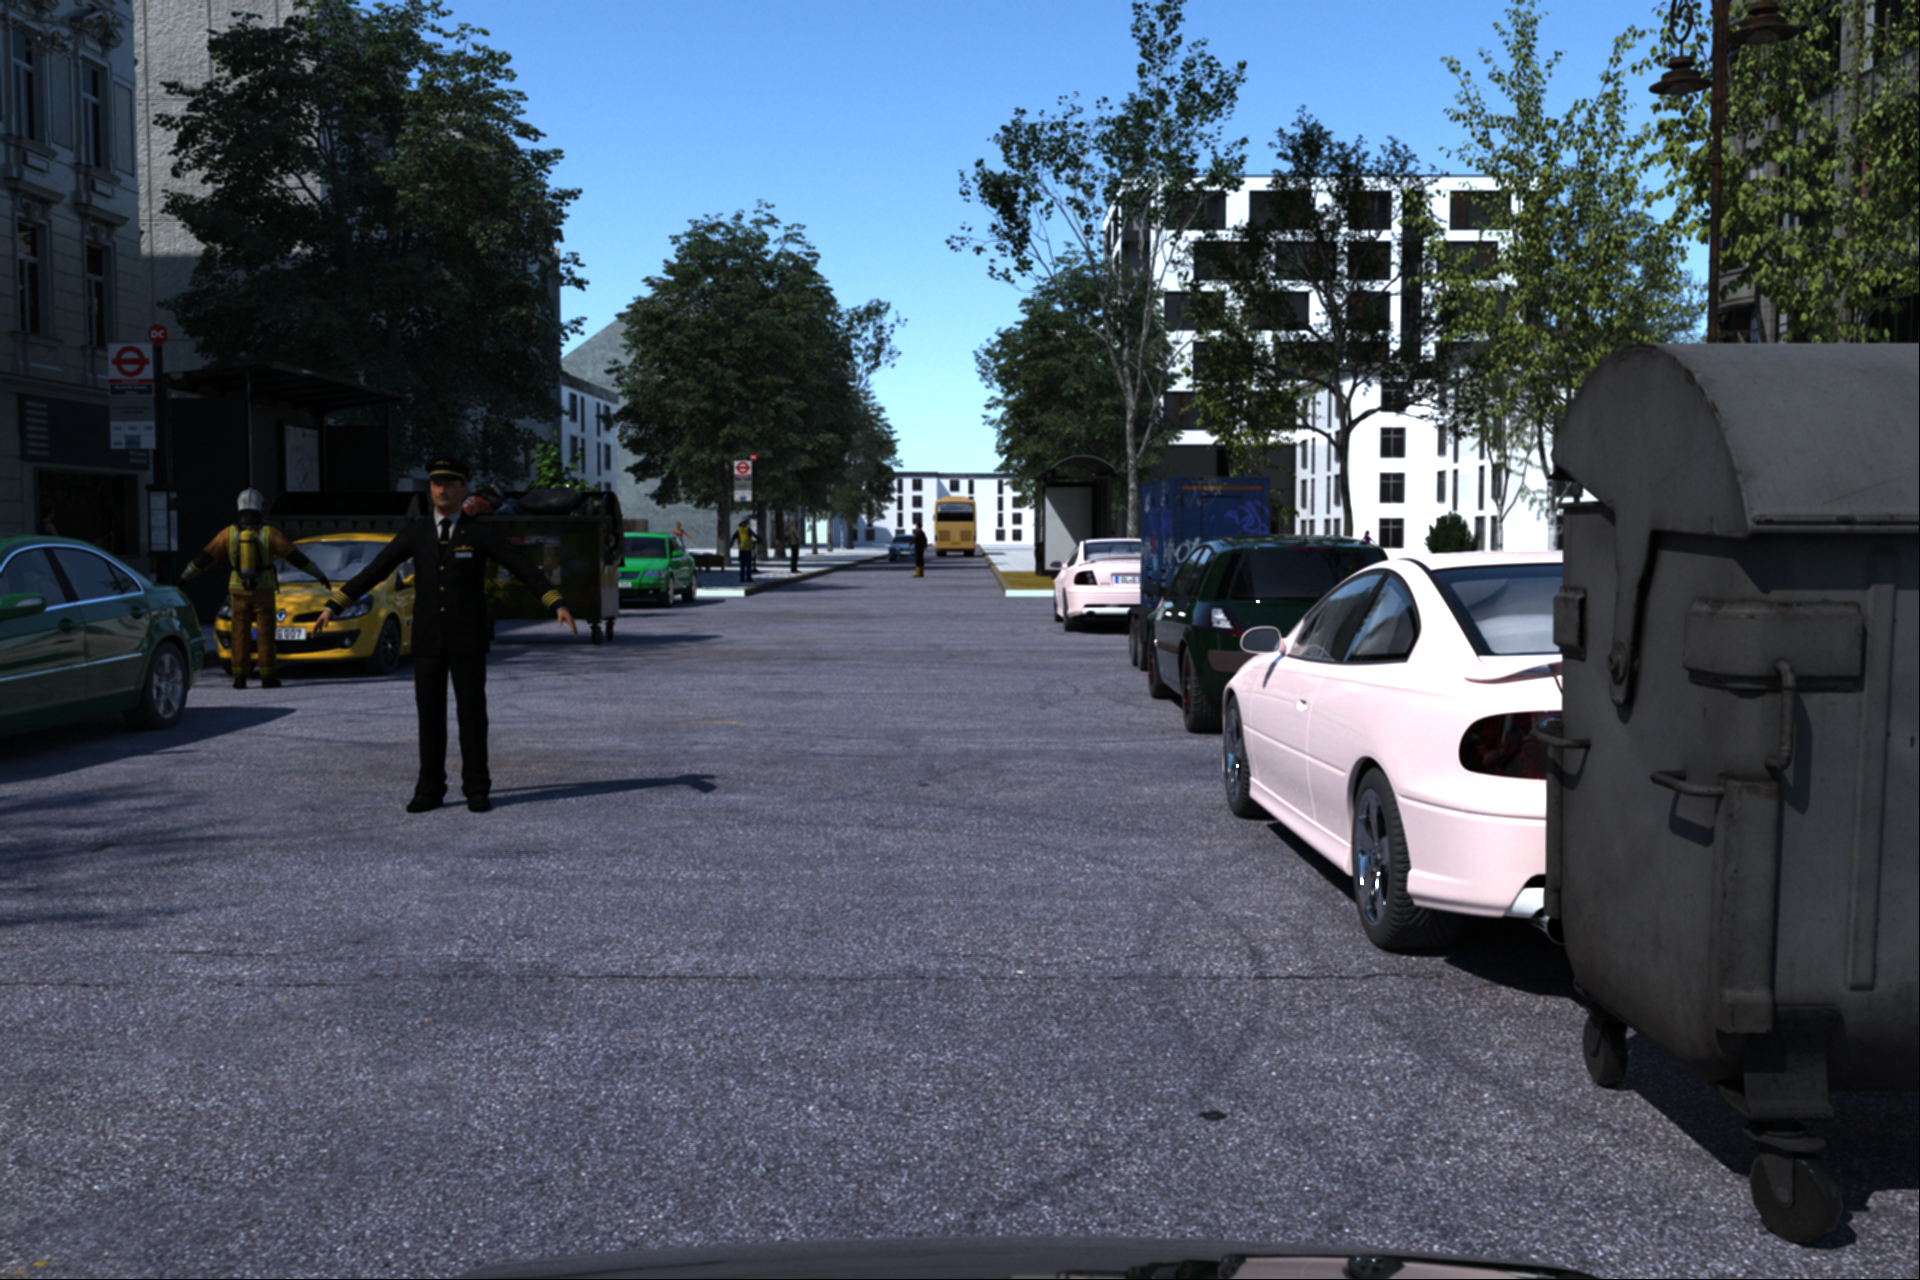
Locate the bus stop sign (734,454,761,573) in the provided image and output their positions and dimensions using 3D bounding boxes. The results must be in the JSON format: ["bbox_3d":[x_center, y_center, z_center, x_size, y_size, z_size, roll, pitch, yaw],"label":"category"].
[{"bbox_3d":[-7.048,-4.202,57.413,0.855,3.939,0.416,0,4,1],"label":"bus stop sign"}]

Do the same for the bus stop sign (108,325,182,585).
[{"bbox_3d":[-10.419,-2.046,22.149,0.855,3.939,0.416,0,4,0],"label":"bus stop sign"}]

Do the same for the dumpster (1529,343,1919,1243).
[{"bbox_3d":[2.388,0.260,3.969,1.865,1.857,1.264,0,4,0],"label":"dumpster"}]

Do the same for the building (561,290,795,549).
[{"bbox_3d":[-25.811,-20.252,162.051,19.493,23.208,18.063,0,4,1],"label":"building"}]

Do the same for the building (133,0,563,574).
[{"bbox_3d":[-28.596,-12.532,71.350,16.747,18.905,31.486,0,4,1],"label":"building"}]

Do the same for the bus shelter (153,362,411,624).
[{"bbox_3d":[-10.236,-2.167,26.719,1.731,3.624,6.357,0,4,-1],"label":"bus shelter"}]

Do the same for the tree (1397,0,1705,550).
[{"bbox_3d":[8.135,-4.482,23.644,4.737,8.622,4.395,0,3,0],"label":"tree"}]

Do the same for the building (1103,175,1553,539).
[{"bbox_3d":[23.232,-16.588,115.181,27.936,21.610,32.646,0,3,0],"label":"building"}]

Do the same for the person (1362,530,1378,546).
[{"bbox_3d":[16.795,-3.788,71.206,0.599,1.433,0.991,-2,4,-35],"label":"person"}]

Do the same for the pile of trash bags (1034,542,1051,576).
[{"bbox_3d":[3.269,-2.711,54.085,1.912,1.369,3.447,0,4,0],"label":"pile of trash bags"}]

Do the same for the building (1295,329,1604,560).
[{"bbox_3d":[23.575,-8.733,84.940,9.099,9.664,28.070,0,3,0],"label":"building"}]

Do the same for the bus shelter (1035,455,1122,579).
[{"bbox_3d":[3.134,-3.239,46.882,2.014,3.302,5.546,0,4,0],"label":"bus shelter"}]

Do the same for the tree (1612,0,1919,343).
[{"bbox_3d":[8.468,-4.095,17.320,4.737,8.622,4.395,0,3,0],"label":"tree"}]

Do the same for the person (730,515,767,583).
[{"bbox_3d":[-5.541,-2.373,45.266,1.216,1.772,0.721,2,4,33],"label":"person"}]

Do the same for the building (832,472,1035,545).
[{"bbox_3d":[-3.517,-17.722,234.366,28.070,9.664,9.099,0,4,-7],"label":"building"}]

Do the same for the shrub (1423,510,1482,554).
[{"bbox_3d":[14.687,-2.892,51.698,1.690,2.028,1.600,0,3,0],"label":"shrub"}]

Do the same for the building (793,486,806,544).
[{"bbox_3d":[-28.663,-21.000,209.800,16.747,18.905,31.486,0,4,0],"label":"building"}]

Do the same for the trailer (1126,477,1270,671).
[{"bbox_3d":[2.568,-0.742,19.187,1.471,1.999,3.904,0,4,-1],"label":"trailer"}]

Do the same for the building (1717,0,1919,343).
[{"bbox_3d":[26.704,-13.071,30.358,14.369,24.946,33.146,0,3,0],"label":"building"}]

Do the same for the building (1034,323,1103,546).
[{"bbox_3d":[21.762,-20.814,184.285,27.936,21.610,32.646,0,3,0],"label":"building"}]

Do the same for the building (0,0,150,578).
[{"bbox_3d":[-29.272,-15.226,25.354,17.030,29.872,44.131,0,4,1],"label":"building"}]

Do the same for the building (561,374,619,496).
[{"bbox_3d":[-24.957,-9.882,103.726,9.099,9.664,28.070,0,4,0],"label":"building"}]

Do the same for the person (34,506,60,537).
[{"bbox_3d":[-17.431,-1.652,33.180,1.345,1.807,0.704,3,4,36],"label":"person"}]

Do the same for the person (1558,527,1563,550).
[{"bbox_3d":[16.743,-2.546,47.483,1.347,1.847,0.705,-1,4,-16],"label":"person"}]

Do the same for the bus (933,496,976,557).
[{"bbox_3d":[-0.323,-7.349,111.703,2.896,3.916,12.252,0,4,0],"label":"bus"}]

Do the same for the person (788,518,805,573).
[{"bbox_3d":[-5.416,-3.117,57.087,0.705,1.813,1.348,-2,4,-24],"label":"person"}]

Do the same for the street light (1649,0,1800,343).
[{"bbox_3d":[5.689,-2.465,13.086,0.468,5.910,1.993,0,4,0],"label":"street light"}]

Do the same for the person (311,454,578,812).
[{"bbox_3d":[-2.656,-0.037,8.999,1.347,1.837,0.705,0,4,-4],"label":"person"}]

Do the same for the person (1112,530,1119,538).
[{"bbox_3d":[6.157,-4.068,72.660,1.345,1.843,0.704,-1,4,-21],"label":"person"}]

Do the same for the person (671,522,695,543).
[{"bbox_3d":[-10.591,-3.576,65.272,1.217,1.733,0.721,-1,4,-14],"label":"person"}]

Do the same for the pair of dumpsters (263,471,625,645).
[{"bbox_3d":[-6.720,-1.086,22.712,4.436,2.255,1.574,0,4,0],"label":"pair of dumpsters"}]

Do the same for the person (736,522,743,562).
[{"bbox_3d":[-9.879,-4.428,78.577,0.705,1.806,1.347,1,4,20],"label":"person"}]

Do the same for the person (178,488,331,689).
[{"bbox_3d":[-6.565,-0.481,16.093,1.354,1.858,0.705,-1,4,-12],"label":"person"}]

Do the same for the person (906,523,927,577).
[{"bbox_3d":[-1.382,-3.003,57.689,0.704,1.812,1.346,2,4,27],"label":"person"}]
